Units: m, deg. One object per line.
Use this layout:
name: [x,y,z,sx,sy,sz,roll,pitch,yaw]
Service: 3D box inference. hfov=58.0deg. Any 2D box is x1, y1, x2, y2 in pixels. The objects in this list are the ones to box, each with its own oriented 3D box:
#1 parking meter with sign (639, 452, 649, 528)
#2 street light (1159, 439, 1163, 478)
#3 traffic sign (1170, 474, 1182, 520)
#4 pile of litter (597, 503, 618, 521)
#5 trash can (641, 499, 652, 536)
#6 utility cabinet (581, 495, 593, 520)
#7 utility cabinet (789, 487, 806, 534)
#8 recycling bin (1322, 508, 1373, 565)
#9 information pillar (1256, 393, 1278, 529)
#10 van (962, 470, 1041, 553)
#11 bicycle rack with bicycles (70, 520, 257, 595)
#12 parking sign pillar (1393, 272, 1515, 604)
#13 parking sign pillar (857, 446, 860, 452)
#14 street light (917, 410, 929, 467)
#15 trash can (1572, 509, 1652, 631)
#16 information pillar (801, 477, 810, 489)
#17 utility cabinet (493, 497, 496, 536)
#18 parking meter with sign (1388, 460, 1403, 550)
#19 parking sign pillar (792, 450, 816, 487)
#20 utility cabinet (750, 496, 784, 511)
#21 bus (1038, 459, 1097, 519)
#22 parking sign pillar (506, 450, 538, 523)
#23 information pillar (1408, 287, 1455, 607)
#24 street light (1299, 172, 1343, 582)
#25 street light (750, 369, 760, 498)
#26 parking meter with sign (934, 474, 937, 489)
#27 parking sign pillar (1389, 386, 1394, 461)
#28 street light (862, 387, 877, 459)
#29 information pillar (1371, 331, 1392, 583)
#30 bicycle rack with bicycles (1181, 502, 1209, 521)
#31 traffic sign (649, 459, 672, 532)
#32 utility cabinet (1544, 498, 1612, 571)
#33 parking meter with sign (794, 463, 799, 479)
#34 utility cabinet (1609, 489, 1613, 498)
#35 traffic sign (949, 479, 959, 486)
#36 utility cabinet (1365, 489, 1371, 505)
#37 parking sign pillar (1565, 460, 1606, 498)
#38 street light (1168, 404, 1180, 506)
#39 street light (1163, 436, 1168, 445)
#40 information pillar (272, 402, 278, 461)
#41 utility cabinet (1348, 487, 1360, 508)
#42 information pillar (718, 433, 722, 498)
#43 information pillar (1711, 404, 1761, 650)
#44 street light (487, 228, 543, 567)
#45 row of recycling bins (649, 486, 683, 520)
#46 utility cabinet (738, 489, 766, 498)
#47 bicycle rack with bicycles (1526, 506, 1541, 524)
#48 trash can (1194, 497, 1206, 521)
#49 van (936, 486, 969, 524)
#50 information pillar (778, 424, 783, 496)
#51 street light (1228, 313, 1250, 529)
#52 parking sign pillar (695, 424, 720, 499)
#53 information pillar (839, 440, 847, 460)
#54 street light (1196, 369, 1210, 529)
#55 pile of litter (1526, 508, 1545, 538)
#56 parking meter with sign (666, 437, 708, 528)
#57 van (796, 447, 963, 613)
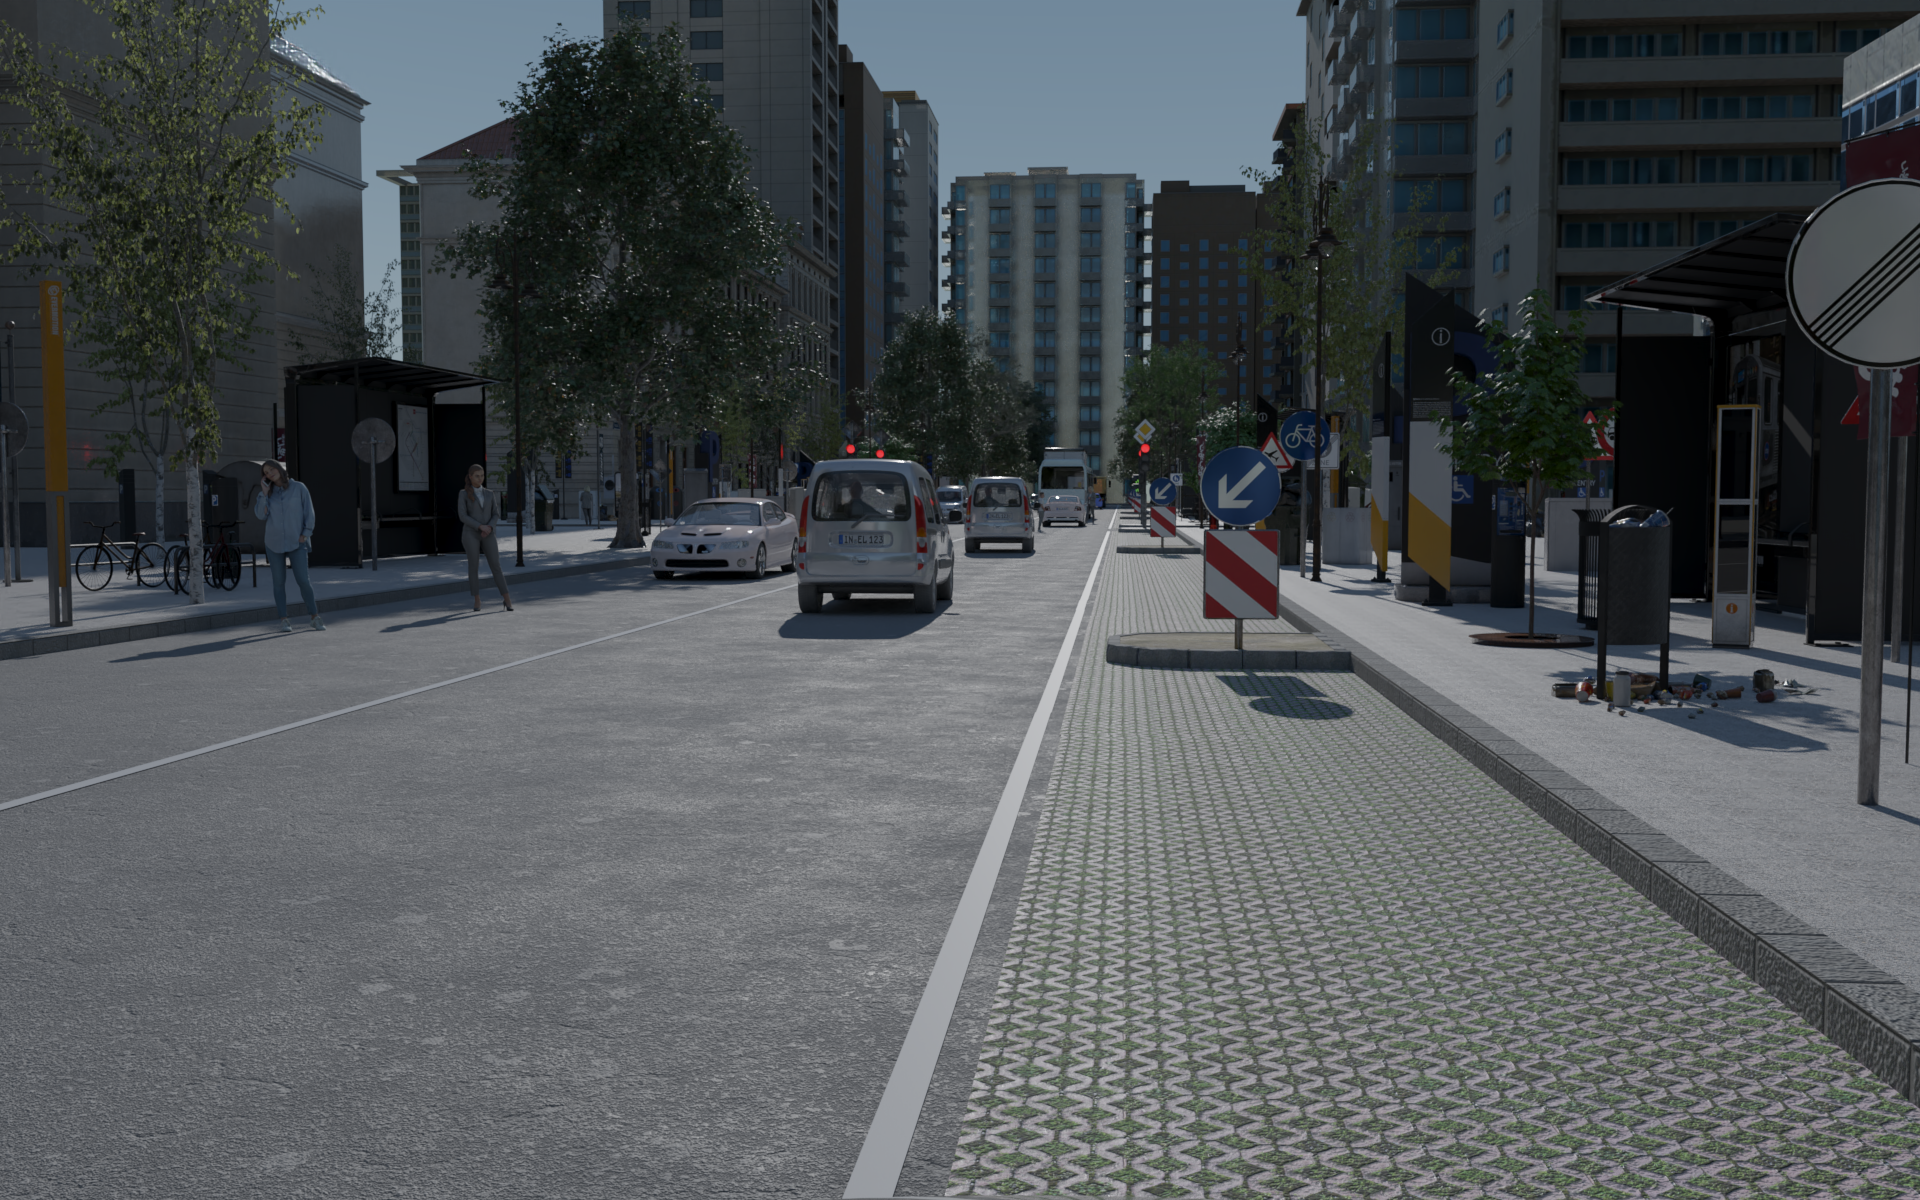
parking meter with sign: [-12.197,-4.281,66.256,0.543,3.016,1.738,0,4,3]
street light: [14.887,-9.487,127.896,0.468,5.910,1.993,0,4,5]
traffic sign: [10.749,-5.137,86.114,0.606,2.300,0.079,1,4,12]
pile of litter: [-16.787,-4.202,82.666,1.176,0.858,1.719,0,4,6]
trash can: [-9.781,-2.535,53.096,0.748,1.137,0.748,0,3,0]
utility cabinet: [-18.425,-4.543,85.440,0.306,1.237,1.020,-2,4,-29]
utility cabinet: [-5.236,-2.855,55.362,0.318,1.500,1.173,-1,4,-15]
recycling bin: [7.115,-1.176,31.786,0.722,1.027,0.722,2,4,34]
information pillar: [7.096,-2.985,40.158,0.504,3.616,0.183,1,4,21]
van: [1.024,-2.237,43.594,2.013,2.044,4.112,0,4,4]
bicycle rack with bicycles: [-10.558,-0.601,23.215,2.852,0.926,2.925,1,4,11]
parking sign pillar: [5.999,-1.980,20.845,1.447,3.967,1.447,1,4,14]
parking sign pillar: [-5.891,-6.482,94.458,1.447,3.967,1.447,2,4,29]
street light: [-1.985,-7.346,92.900,0.468,5.910,1.993,0,4,5]
trash can: [6.167,-0.289,16.380,0.748,1.137,0.748,0,3,0]
information pillar: [-7.691,-4.988,86.038,0.304,2.012,0.304,-2,4,-28]
utility cabinet: [-13.972,-2.468,51.517,0.306,1.237,1.020,-1,4,-18]
parking meter with sign: [9.940,-2.654,39.653,1.738,3.016,0.543,3,5,42]
parking sign pillar: [-9.308,-7.151,105.386,1.447,3.967,1.447,2,4,35]
utility cabinet: [-5.990,-2.608,53.803,1.020,1.237,0.306,-1,4,-21]
bus: [6.112,-6.309,98.011,2.948,3.499,13.247,0,4,6]
parking sign pillar: [-19.573,-5.444,77.477,1.447,3.967,1.447,0,4,-7]
information pillar: [5.398,-1.739,19.787,0.504,3.616,0.183,1,4,17]
street light: [5.233,-3.210,25.272,0.468,5.910,1.993,0,4,5]
street light: [-5.974,-4.704,49.692,0.468,5.910,1.993,0,4,5]
parking meter with sign: [-1.235,-8.890,141.610,1.738,3.016,0.543,-1,4,-18]
parking sign pillar: [11.269,-3.362,43.446,1.447,3.967,1.447,-3,5,-40]
street light: [-3.836,-6.185,73.912,0.468,5.910,1.993,0,4,5]
information pillar: [6.119,-2.069,25.181,0.183,3.616,0.504,0,4,-8]
bicycle rack with bicycles: [11.793,-4.120,80.742,2.925,0.926,2.852,-2,4,-33]
traffic sign: [-9.845,-3.409,56.928,0.795,2.450,0.064,1,4,10]
utility cabinet: [10.289,-1.082,28.858,1.020,1.237,0.306,0,4,7]
parking meter with sign: [-9.483,-6.193,97.519,0.543,3.016,1.738,-1,4,-16]
utility cabinet: [30.934,-4.461,81.622,0.318,1.500,1.173,3,5,39]
traffic sign: [-0.381,-6.619,110.346,0.606,2.300,0.079,1,4,10]
utility cabinet: [19.018,-4.411,80.792,0.318,1.500,1.173,-1,4,-17]
parking sign pillar: [22.010,-4.433,60.956,1.447,3.967,1.447,-3,5,-39]
street light: [11.011,-7.080,88.553,0.468,5.910,1.993,0,4,5]
street light: [13.111,-8.282,108.199,0.468,5.910,1.993,0,4,5]
information pillar: [-17.594,-3.254,44.554,0.183,3.616,0.504,-2,4,-25]
utility cabinet: [12.063,-2.800,54.453,1.173,1.500,0.318,-2,4,-35]
information pillar: [-9.316,-4.576,66.179,0.504,3.616,0.183,-1,4,-13]
information pillar: [6.458,-0.607,14.412,0.304,2.012,0.304,2,4,30]
street light: [-7.770,-3.524,30.409,0.468,5.910,1.993,0,4,5]
row of recycling bins: [-14.677,-4.848,86.380,3.534,1.692,1.069,-2,4,-26]
utility cabinet: [-8.943,-4.018,74.378,1.173,1.500,0.318,-1,4,-17]
bicycle rack with bicycles: [20.067,-2.759,58.486,2.852,0.926,2.925,3,5,43]
trash can: [11.672,-4.418,83.884,0.748,1.137,0.748,0,3,0]
van: [-0.491,-4.731,84.366,2.013,2.044,4.112,0,4,7]
information pillar: [-5.865,-3.995,56.669,0.183,3.616,0.504,0,4,1]
street light: [7.108,-4.373,44.286,0.468,5.910,1.993,0,4,5]
parking sign pillar: [-7.803,-3.978,53.506,1.447,3.967,1.447,0,4,8]
information pillar: [-5.105,-5.163,75.764,0.504,3.616,0.183,3,5,44]
street light: [8.945,-5.574,63.918,0.468,5.910,1.993,0,4,5]
pile of litter: [17.475,-2.291,51.424,1.719,0.858,1.176,-2,4,-34]
parking meter with sign: [-7.829,-3.373,51.414,1.738,3.016,0.543,-1,4,-12]
van: [-1.013,-0.930,22.212,2.013,2.044,4.112,0,4,4]
